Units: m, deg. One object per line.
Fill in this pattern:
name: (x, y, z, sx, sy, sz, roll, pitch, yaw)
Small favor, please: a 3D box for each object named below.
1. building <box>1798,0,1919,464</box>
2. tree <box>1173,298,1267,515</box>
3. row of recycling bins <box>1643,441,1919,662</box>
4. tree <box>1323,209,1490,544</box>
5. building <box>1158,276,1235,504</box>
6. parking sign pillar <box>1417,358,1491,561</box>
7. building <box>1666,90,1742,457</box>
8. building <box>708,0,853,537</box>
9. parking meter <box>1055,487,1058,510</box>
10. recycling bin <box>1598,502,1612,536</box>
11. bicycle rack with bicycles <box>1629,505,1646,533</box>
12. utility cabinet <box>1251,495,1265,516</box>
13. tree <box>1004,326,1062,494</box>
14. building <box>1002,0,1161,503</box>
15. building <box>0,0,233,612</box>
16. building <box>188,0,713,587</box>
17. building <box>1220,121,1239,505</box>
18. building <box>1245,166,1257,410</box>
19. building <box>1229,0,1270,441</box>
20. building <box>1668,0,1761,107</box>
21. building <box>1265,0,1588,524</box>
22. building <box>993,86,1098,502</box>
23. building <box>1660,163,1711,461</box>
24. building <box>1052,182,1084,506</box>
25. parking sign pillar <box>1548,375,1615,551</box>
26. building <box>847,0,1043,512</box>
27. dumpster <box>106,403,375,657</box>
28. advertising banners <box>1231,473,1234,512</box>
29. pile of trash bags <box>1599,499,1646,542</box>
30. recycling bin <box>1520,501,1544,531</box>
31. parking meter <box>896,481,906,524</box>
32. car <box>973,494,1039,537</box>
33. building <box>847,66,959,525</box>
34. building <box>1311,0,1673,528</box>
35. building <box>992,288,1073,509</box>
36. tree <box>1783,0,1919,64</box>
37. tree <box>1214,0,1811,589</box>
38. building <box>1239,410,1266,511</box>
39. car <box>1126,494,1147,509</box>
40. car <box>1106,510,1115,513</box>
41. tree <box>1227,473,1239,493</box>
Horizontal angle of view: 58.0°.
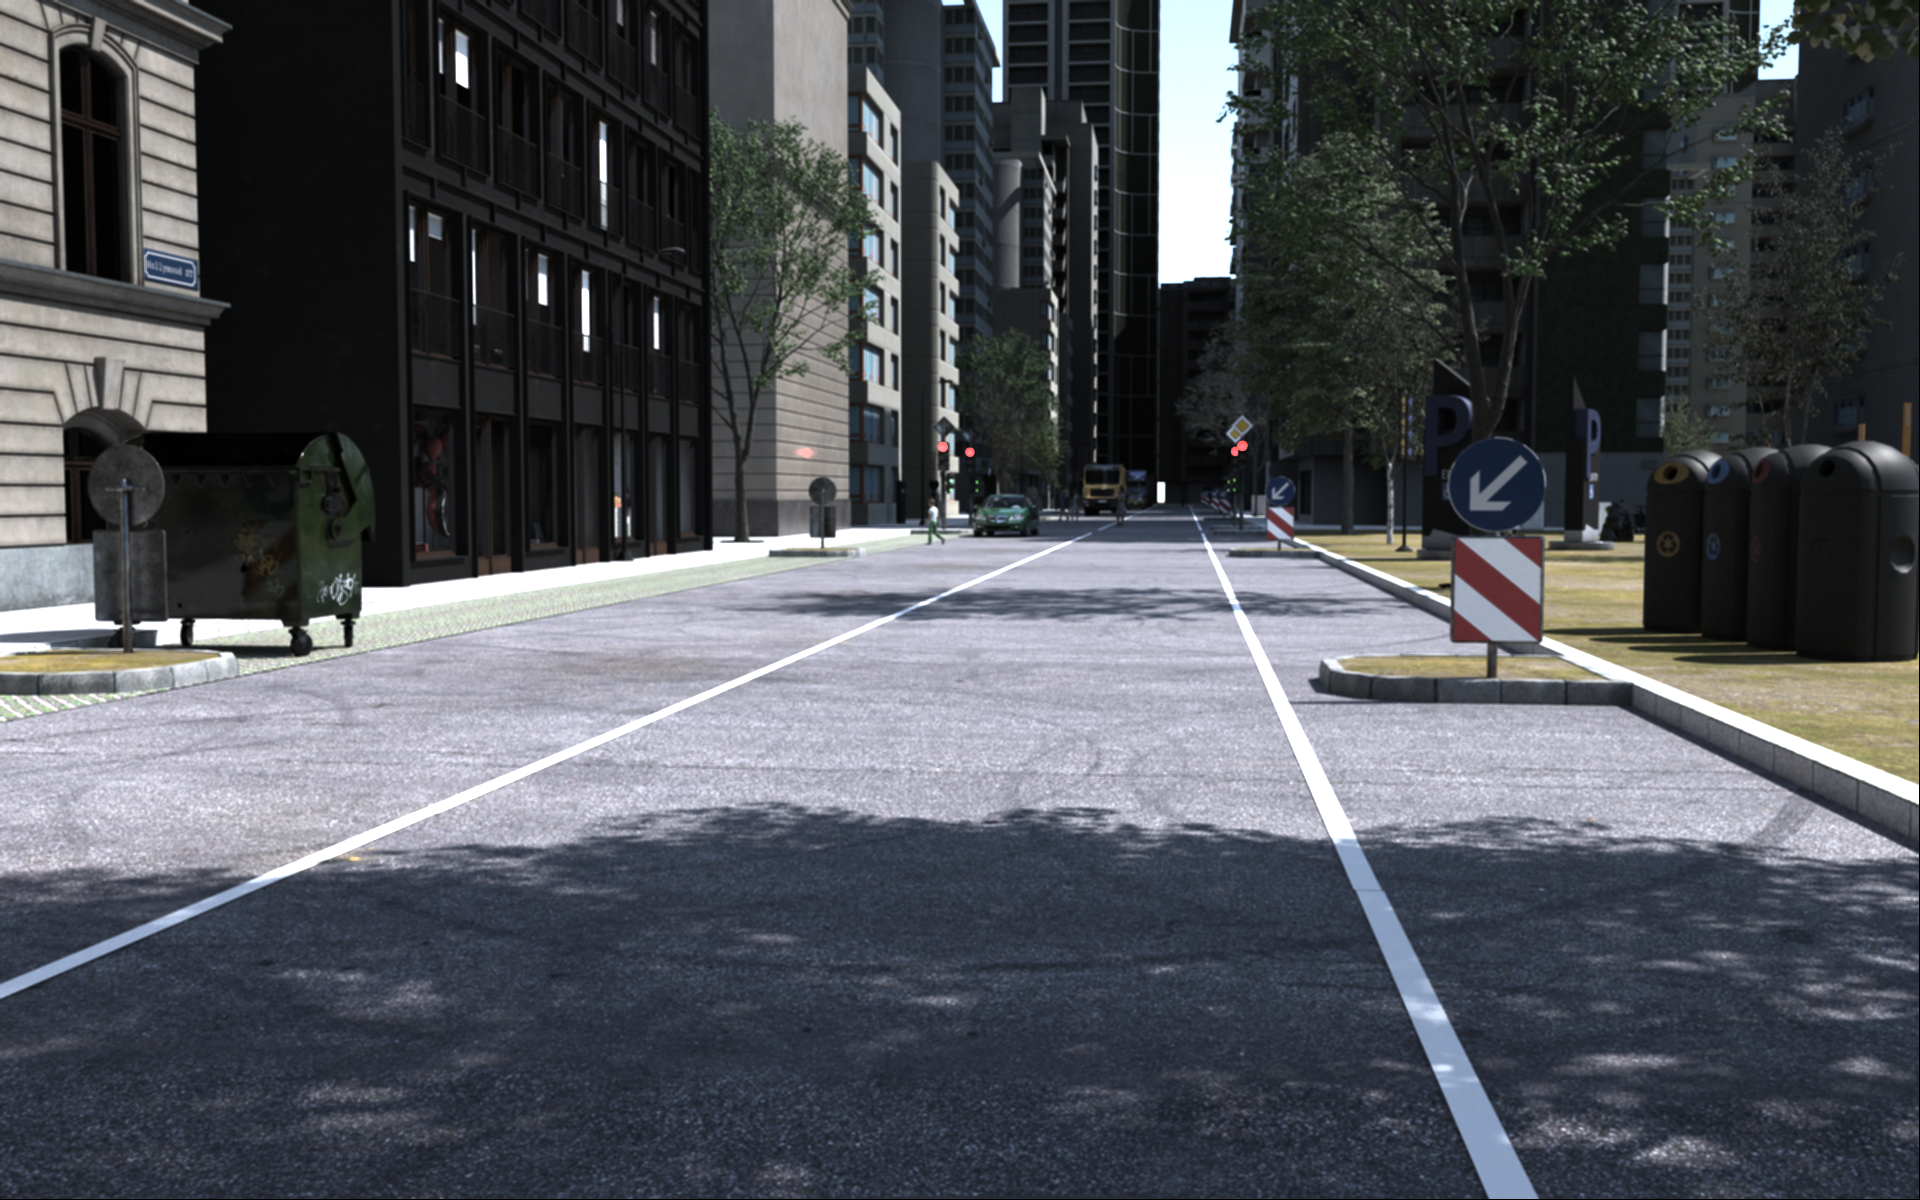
building: (46.712, -27.313, 70.266, 21.600, 48.544, 21.300, 0, 4, 7)
tree: (18.057, -11.910, 105.091, 12.009, 13.543, 11.850, 0, 3, 0)
row of recycling bins: (6.999, -0.476, 14.903, 1.069, 1.692, 3.534, 0, 4, -3)
tree: (11.092, -5.733, 44.093, 4.360, 8.622, 3.978, 0, 3, 0)
building: (33.697, -28.230, 233.259, 14.107, 30.474, 14.160, 0, 4, 7)
parking sign pillar: (9.713, -2.778, 33.899, 1.447, 3.967, 1.447, -2, 4, -35)
building: (92.493, -35.237, 199.825, 21.600, 48.544, 21.300, 0, 4, 7)
building: (-16.707, -15.962, 58.245, 25.104, 27.353, 12.463, 0, 4, 7)
parking meter: (7.763, -8.167, 139.243, 0.255, 1.863, 0.399, 0, 4, 1)
recycling bin: (19.756, -2.527, 53.871, 0.722, 1.027, 0.722, -2, 4, -24)
bicycle rack with bicycles: (23.099, -2.671, 57.061, 2.925, 0.926, 2.852, -2, 4, -35)
utility cabinet: (17.518, -5.512, 101.279, 0.306, 1.237, 1.020, -3, 5, -40)
tree: (2.634, -11.187, 108.664, 9.928, 11.665, 9.643, 0, 3, 0)
building: (16.808, -48.839, 236.765, 20.611, 71.187, 20.563, 0, 4, 7)
building: (-17.137, -11.437, 6.079, 14.460, 24.649, 34.723, 0, 4, 7)
building: (-12.742, -12.357, 31.712, 12.332, 23.373, 15.834, 0, 4, 7)
building: (42.710, -35.603, 201.716, 23.786, 49.044, 30.456, 0, 4, 7)
building: (32.329, -23.335, 153.227, 14.160, 30.474, 14.107, 0, 4, 7)
building: (41.387, -35.662, 172.314, 28.713, 52.752, 27.495, 0, 4, 7)
building: (93.157, -48.289, 227.771, 20.611, 71.187, 20.563, 0, 4, 7)
building: (22.782, -19.375, 88.489, 14.160, 30.474, 14.107, 0, 4, 7)
building: (5.709, -35.931, 211.168, 21.600, 48.544, 21.300, 0, 4, 7)
building: (68.558, -30.954, 197.980, 23.993, 40.220, 32.217, 0, 4, 7)
building: (-2.802, -30.316, 187.549, 32.217, 40.220, 23.993, 0, 4, 7)
parking sign pillar: (14.359, -3.146, 39.914, 1.447, 3.967, 1.447, 3, 4, 35)
building: (-10.458, -26.690, 128.257, 32.217, 40.220, 23.993, 0, 4, 7)
dumpster: (-6.528, -0.656, 15.672, 1.985, 2.255, 1.502, 0, 4, 8)
advertising banners: (19.800, -7.922, 125.710, 0.090, 3.025, 2.074, 0, 4, 1)
pile of trash bags: (18.792, -2.229, 46.189, 3.447, 1.369, 1.912, 3, 5, 39)
recycling bin: (20.006, -2.936, 60.558, 0.722, 1.027, 0.722, 1, 4, 14)
parking meter: (-2.565, -4.257, 75.319, 0.255, 1.863, 0.399, 2, 4, 35)
car: (1.611, -2.897, 59.164, 2.131, 1.459, 4.920, 1, 4, 9)
building: (-15.628, -14.760, 86.368, 27.650, 21.520, 28.899, 0, 4, 7)
building: (20.943, -18.436, 73.133, 14.107, 30.474, 14.160, 0, 4, 7)
building: (-4.237, -19.367, 161.689, 27.650, 21.520, 28.899, 0, 4, 7)
tree: (5.123, -5.310, 4.950, 7.486, 12.596, 7.792, 0, 3, 0)
tree: (7.246, -5.976, 23.462, 9.928, 11.665, 9.643, 0, 3, 0)
building: (32.312, -49.668, 124.740, 22.319, 86.520, 31.000, 0, 4, 7)
car: (16.772, -9.455, 164.816, 2.015, 1.641, 3.980, 0, 4, 8)
car: (10.990, -7.391, 132.643, 2.131, 1.459, 4.920, 0, 4, 7)
tree: (22.991, -9.297, 146.609, 1.663, 3.219, 1.824, 0, 3, 0)
